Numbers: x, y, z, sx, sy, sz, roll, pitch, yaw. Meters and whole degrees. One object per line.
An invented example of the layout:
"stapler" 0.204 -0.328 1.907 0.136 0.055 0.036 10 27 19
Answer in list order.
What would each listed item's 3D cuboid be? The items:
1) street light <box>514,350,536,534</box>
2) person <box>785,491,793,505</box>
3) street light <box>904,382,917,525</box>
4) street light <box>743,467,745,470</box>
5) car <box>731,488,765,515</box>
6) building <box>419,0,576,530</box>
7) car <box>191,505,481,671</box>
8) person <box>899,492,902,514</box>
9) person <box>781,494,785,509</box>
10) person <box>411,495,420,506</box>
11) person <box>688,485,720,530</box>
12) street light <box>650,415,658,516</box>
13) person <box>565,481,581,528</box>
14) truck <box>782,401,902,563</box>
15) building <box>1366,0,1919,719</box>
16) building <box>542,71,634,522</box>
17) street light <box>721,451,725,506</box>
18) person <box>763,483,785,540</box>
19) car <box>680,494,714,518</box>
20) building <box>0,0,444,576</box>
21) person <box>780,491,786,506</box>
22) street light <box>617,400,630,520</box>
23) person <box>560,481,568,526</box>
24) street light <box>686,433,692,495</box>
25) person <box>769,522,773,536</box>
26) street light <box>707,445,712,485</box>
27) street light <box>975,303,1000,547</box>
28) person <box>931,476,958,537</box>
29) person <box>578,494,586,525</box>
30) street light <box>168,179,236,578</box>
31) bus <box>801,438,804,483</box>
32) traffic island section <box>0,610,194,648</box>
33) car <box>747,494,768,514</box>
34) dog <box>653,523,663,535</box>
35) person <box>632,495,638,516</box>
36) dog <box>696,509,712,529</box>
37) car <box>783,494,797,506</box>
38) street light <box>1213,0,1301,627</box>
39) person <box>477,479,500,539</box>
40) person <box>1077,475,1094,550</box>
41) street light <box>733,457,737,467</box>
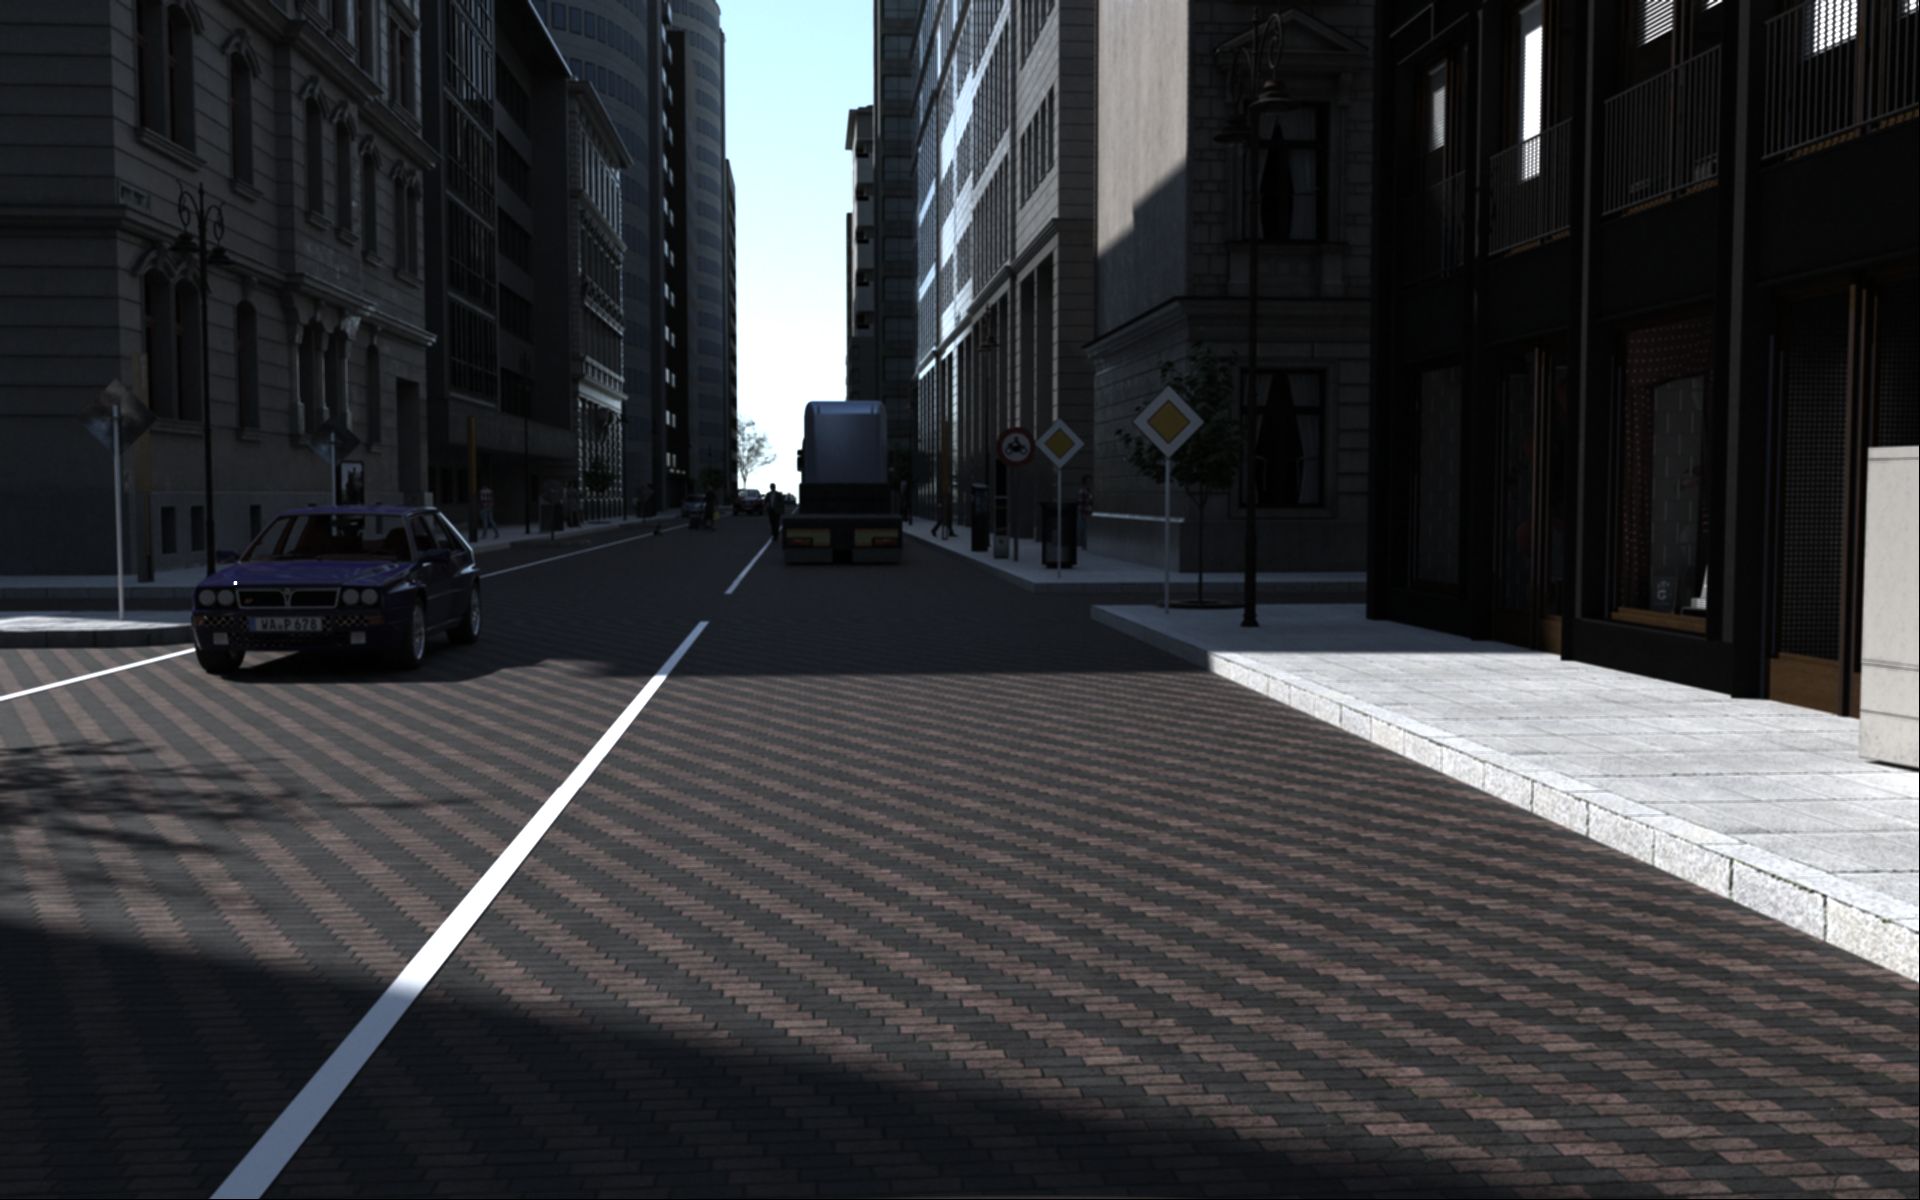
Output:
"street light" -13.937 -5.068 55.654 0.468 5.910 1.993 0 4 -5
"person" -19.869 -11.736 200.907 1.217 1.766 0.721 -2 4 -23
"street light" -2.050 -6.043 71.595 0.468 5.910 1.993 0 4 -5
"street light" -30.277 -16.522 242.920 0.468 5.910 1.993 0 4 -5
"car" -14.390 -6.664 117.624 2.281 1.827 5.304 0 4 -7
"building" -23.374 -14.964 63.721 14.314 24.678 30.058 0 4 -5
"car" -5.389 -0.166 15.296 1.945 1.354 3.894 0 4 -5
"person" -3.506 -6.258 109.158 0.742 1.727 0.445 1 4 22
"person" -17.506 -9.740 170.974 0.421 1.427 0.697 2 4 32
"person" -12.185 -1.709 38.670 0.352 1.250 0.332 1 4 22
"person" -10.115 -3.665 68.639 0.699 1.804 1.509 -3 4 -37
"street light" -17.912 -7.887 101.746 0.468 5.910 1.993 0 4 -5
"person" -14.725 -3.640 65.900 0.599 1.781 0.374 -1 4 -13
"truck" -2.945 -3.329 44.185 2.967 4.110 18.799 0 4 -3
"building" 10.998 -11.017 9.802 12.332 23.373 15.834 0 4 -5
"building" -23.256 -15.904 88.910 11.050 23.489 19.941 0 4 -5
"street light" -25.180 -12.953 184.573 0.468 5.910 1.993 0 4 -5
"person" -5.782 -2.743 53.741 0.661 1.777 0.834 0 4 1
"car" -16.098 -5.771 106.360 2.014 1.417 4.499 0 4 -4
"building" -20.258 -15.268 37.017 14.401 28.519 23.554 0 4 -5
"person" -20.705 -11.819 202.268 0.750 1.759 0.617 -2 4 -32
"street light" -16.518 -6.877 85.227 0.468 5.910 1.993 0 4 -5
"person" -15.973 -3.897 69.984 0.478 1.798 0.641 -2 4 -25
"street light" -20.482 -9.668 130.856 0.468 5.910 1.993 0 4 -5
"person" -6.370 -2.818 59.247 0.373 1.253 0.362 -2 4 -31
"street light" -23.085 -11.454 160.057 0.468 5.910 1.993 0 4 -5
"street light" 0.665 -4.236 42.048 0.468 5.910 1.993 0 4 -5
"person" -0.464 -2.831 52.238 0.836 1.842 0.656 0 4 5
"person" -16.017 -3.827 72.860 0.590 1.304 0.306 -2 4 -29
"street light" -11.257 -3.246 25.868 0.468 5.910 1.993 0 4 -5
"bus" -4.868 -4.740 69.051 2.896 3.916 12.252 0 4 -3
"traffic island section" -8.544 0.287 17.588 2.009 0.180 2.903 0 4 -5
"car" -14.246 -6.825 123.587 2.014 1.417 4.499 0 4 -4
"dog" -10.479 -2.464 60.474 0.550 0.427 0.748 1 4 17
"person" -18.806 -5.477 100.283 0.332 1.250 0.352 3 4 39
"dog" -10.288 -3.279 70.453 0.800 0.831 0.513 1 4 19
"car" -21.300 -12.452 215.391 2.131 1.459 4.920 0 4 -6
"street light" 2.810 -2.680 16.613 0.468 5.910 1.993 0 4 -5
"person" -13.594 -2.622 49.750 0.643 1.720 0.563 2 4 26
"person" 2.791 -1.995 39.494 0.643 1.720 0.563 1 4 13
"street light" -27.751 -14.730 213.621 0.468 5.910 1.993 0 4 -5
